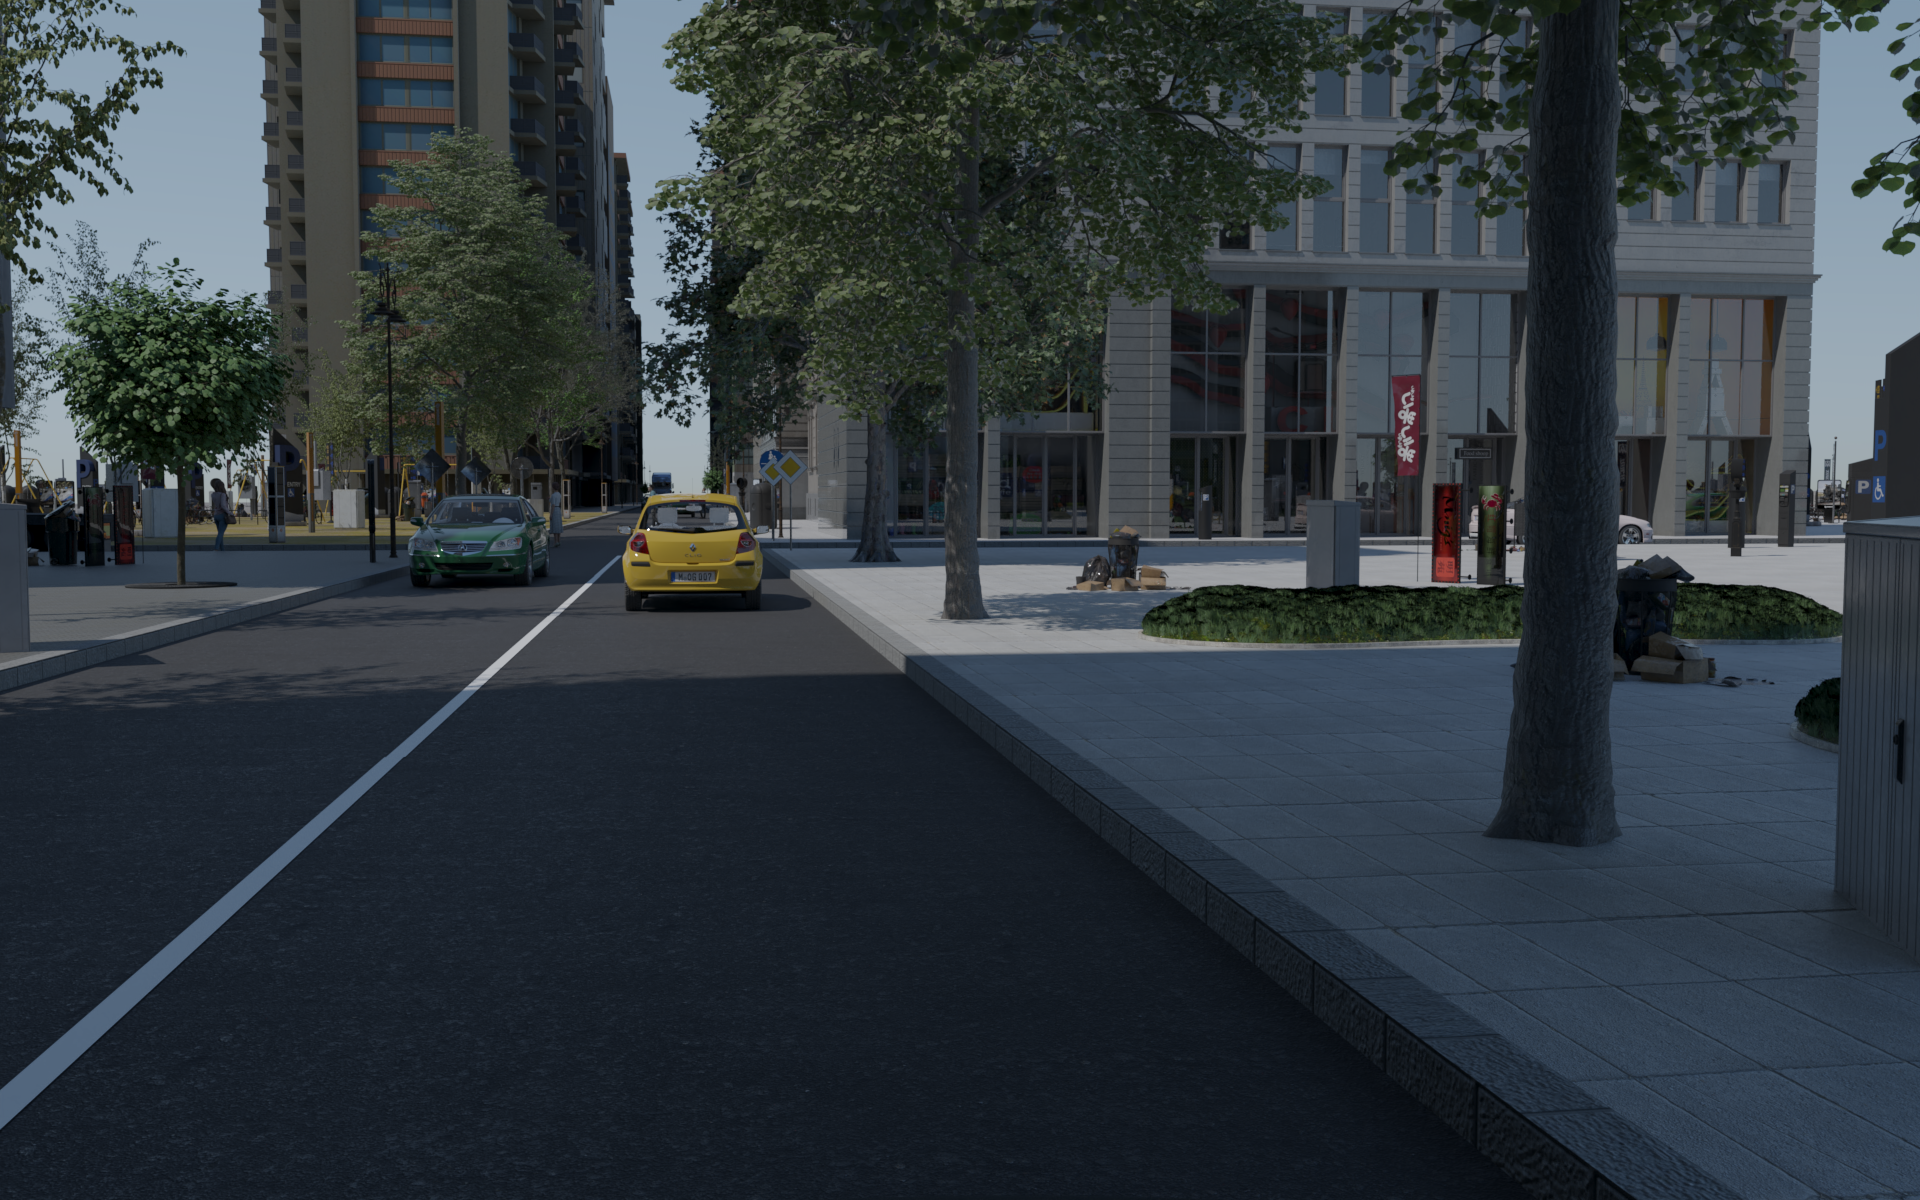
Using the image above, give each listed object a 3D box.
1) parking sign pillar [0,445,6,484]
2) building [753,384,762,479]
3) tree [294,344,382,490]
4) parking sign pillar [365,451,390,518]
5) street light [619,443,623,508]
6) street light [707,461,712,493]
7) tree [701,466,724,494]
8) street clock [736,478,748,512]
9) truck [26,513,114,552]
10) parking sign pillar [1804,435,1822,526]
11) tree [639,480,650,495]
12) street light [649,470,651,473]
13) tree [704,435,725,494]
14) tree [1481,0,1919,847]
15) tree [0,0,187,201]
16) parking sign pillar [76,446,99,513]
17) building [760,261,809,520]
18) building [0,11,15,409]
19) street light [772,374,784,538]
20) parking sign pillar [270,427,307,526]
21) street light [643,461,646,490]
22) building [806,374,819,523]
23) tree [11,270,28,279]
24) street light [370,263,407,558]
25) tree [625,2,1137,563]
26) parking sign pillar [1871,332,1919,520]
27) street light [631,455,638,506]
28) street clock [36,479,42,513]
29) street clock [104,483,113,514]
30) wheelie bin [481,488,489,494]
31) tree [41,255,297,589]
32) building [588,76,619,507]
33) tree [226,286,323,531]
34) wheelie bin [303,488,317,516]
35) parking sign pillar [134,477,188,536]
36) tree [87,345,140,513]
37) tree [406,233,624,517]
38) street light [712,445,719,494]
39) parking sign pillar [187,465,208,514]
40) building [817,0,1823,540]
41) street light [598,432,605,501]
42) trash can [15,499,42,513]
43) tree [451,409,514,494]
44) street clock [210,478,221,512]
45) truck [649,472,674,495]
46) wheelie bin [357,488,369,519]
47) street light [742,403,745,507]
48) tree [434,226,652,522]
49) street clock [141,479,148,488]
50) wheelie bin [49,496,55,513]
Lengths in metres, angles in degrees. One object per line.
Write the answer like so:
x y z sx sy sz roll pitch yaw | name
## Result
-52.315 -6.445 93.849 1.447 3.967 1.447 0 4 8 | parking sign pillar
-8.056 -15.829 113.561 10.420 20.320 16.860 -1 4 -9 | building
-29.571 -8.138 83.424 4.737 8.622 4.395 0 3 0 | tree
-31.103 -6.337 92.090 1.447 3.967 1.447 3 5 43 | parking sign pillar
-30.714 -11.281 157.238 0.468 5.910 1.993 -1 4 -9 | street light
-28.085 -13.677 196.399 0.468 5.910 1.993 -1 4 -9 | street light
-29.035 -13.514 204.675 4.285 4.588 4.351 0 3 0 | tree
-9.542 -4.359 75.842 0.471 2.002 0.358 2 4 34 | street clock
-29.603 -3.068 39.924 18.799 4.110 2.967 -1 4 -10 | truck
33.825 -4.955 69.478 1.447 3.967 1.447 1 4 19 | parking sign pillar
-44.623 -15.375 245.980 1.663 3.219 1.824 0 3 0 | tree
-49.269 -18.504 275.320 0.468 5.910 1.993 -1 4 -9 | street light
-29.642 -16.083 213.317 4.360 8.622 3.978 0 3 0 | tree
2.178 -5.410 6.586 7.486 12.596 7.792 0 3 0 | tree
-10.340 -4.129 17.875 4.737 8.622 4.395 0 3 0 | tree
-48.886 -6.641 97.058 1.447 3.967 1.447 2 4 24 | parking sign pillar
-5.941 -15.037 95.006 9.793 20.994 18.267 -1 4 -9 | building
-23.853 -20.955 26.212 14.086 41.232 14.154 -1 4 -9 | building
-5.270 -4.770 50.782 0.468 5.910 1.993 -1 4 -9 | street light
-26.873 -4.933 69.127 1.447 3.967 1.447 2 4 24 | parking sign pillar
-43.575 -16.304 239.364 0.468 5.910 1.993 -1 4 -9 | street light
0.304 -17.541 74.189 14.401 28.519 23.554 -1 4 -9 | building
-28.128 -6.060 49.441 4.360 8.622 3.978 0 3 0 | tree
-11.439 -3.792 34.792 0.468 5.910 1.993 -1 4 -9 | street light
-1.496 -7.071 32.612 9.611 12.733 9.660 0 3 0 | tree
12.673 -2.087 22.598 1.447 3.967 1.447 0 4 3 | parking sign pillar
-36.441 -13.481 193.208 0.468 5.910 1.993 -1 4 -9 | street light
-45.280 -4.939 85.320 0.471 2.002 0.358 -2 4 -25 | street clock
-44.521 -5.271 90.743 0.471 2.002 0.358 0 4 1 | street clock
-24.358 -4.936 88.610 0.693 1.594 0.980 0 4 -8 | wheelie bin
-10.858 -2.457 23.887 4.285 4.588 4.351 0 3 0 | tree
-43.414 -32.499 181.477 14.600 45.320 14.200 -1 4 -9 | building
-24.444 -6.738 60.534 4.360 8.622 3.978 0 3 0 | tree
-35.667 -5.328 95.016 0.693 1.594 0.980 1 4 18 | wheelie bin
-24.745 -3.965 53.299 1.447 3.967 1.447 -2 4 -28 | parking sign pillar
-38.705 -7.898 79.498 4.360 8.622 3.978 0 3 0 | tree
-17.856 -8.736 68.594 9.928 11.665 9.643 0 3 0 | tree
-22.627 -11.529 161.284 0.468 5.910 1.993 -1 4 -9 | street light
-47.162 -7.231 106.700 1.447 3.967 1.447 1 4 13 | parking sign pillar
10.542 -16.986 55.206 29.804 29.767 11.434 -1 4 -9 | building
-25.242 -9.134 122.126 0.468 5.910 1.993 -1 4 -9 | street light
-28.453 -2.525 52.932 0.748 1.137 0.748 0 3 0 | trash can
-30.855 -9.952 113.081 4.737 8.622 4.395 0 3 0 | tree
-33.442 -4.486 77.910 0.471 2.002 0.358 -3 4 -38 | street clock
-37.784 -14.118 220.588 2.967 4.110 18.799 -1 4 -8 | truck
-30.553 -4.953 88.890 0.980 1.594 0.693 0 4 -6 | wheelie bin
-10.751 -6.924 86.001 0.468 5.910 1.993 -1 4 -9 | street light
-18.981 -10.366 79.859 12.009 13.543 11.850 0 3 0 | tree
-28.453 -3.442 60.849 0.471 2.002 0.358 -3 5 -44 | street clock
-47.217 -4.983 89.373 0.693 1.594 0.980 0 4 0 | wheelie bin
